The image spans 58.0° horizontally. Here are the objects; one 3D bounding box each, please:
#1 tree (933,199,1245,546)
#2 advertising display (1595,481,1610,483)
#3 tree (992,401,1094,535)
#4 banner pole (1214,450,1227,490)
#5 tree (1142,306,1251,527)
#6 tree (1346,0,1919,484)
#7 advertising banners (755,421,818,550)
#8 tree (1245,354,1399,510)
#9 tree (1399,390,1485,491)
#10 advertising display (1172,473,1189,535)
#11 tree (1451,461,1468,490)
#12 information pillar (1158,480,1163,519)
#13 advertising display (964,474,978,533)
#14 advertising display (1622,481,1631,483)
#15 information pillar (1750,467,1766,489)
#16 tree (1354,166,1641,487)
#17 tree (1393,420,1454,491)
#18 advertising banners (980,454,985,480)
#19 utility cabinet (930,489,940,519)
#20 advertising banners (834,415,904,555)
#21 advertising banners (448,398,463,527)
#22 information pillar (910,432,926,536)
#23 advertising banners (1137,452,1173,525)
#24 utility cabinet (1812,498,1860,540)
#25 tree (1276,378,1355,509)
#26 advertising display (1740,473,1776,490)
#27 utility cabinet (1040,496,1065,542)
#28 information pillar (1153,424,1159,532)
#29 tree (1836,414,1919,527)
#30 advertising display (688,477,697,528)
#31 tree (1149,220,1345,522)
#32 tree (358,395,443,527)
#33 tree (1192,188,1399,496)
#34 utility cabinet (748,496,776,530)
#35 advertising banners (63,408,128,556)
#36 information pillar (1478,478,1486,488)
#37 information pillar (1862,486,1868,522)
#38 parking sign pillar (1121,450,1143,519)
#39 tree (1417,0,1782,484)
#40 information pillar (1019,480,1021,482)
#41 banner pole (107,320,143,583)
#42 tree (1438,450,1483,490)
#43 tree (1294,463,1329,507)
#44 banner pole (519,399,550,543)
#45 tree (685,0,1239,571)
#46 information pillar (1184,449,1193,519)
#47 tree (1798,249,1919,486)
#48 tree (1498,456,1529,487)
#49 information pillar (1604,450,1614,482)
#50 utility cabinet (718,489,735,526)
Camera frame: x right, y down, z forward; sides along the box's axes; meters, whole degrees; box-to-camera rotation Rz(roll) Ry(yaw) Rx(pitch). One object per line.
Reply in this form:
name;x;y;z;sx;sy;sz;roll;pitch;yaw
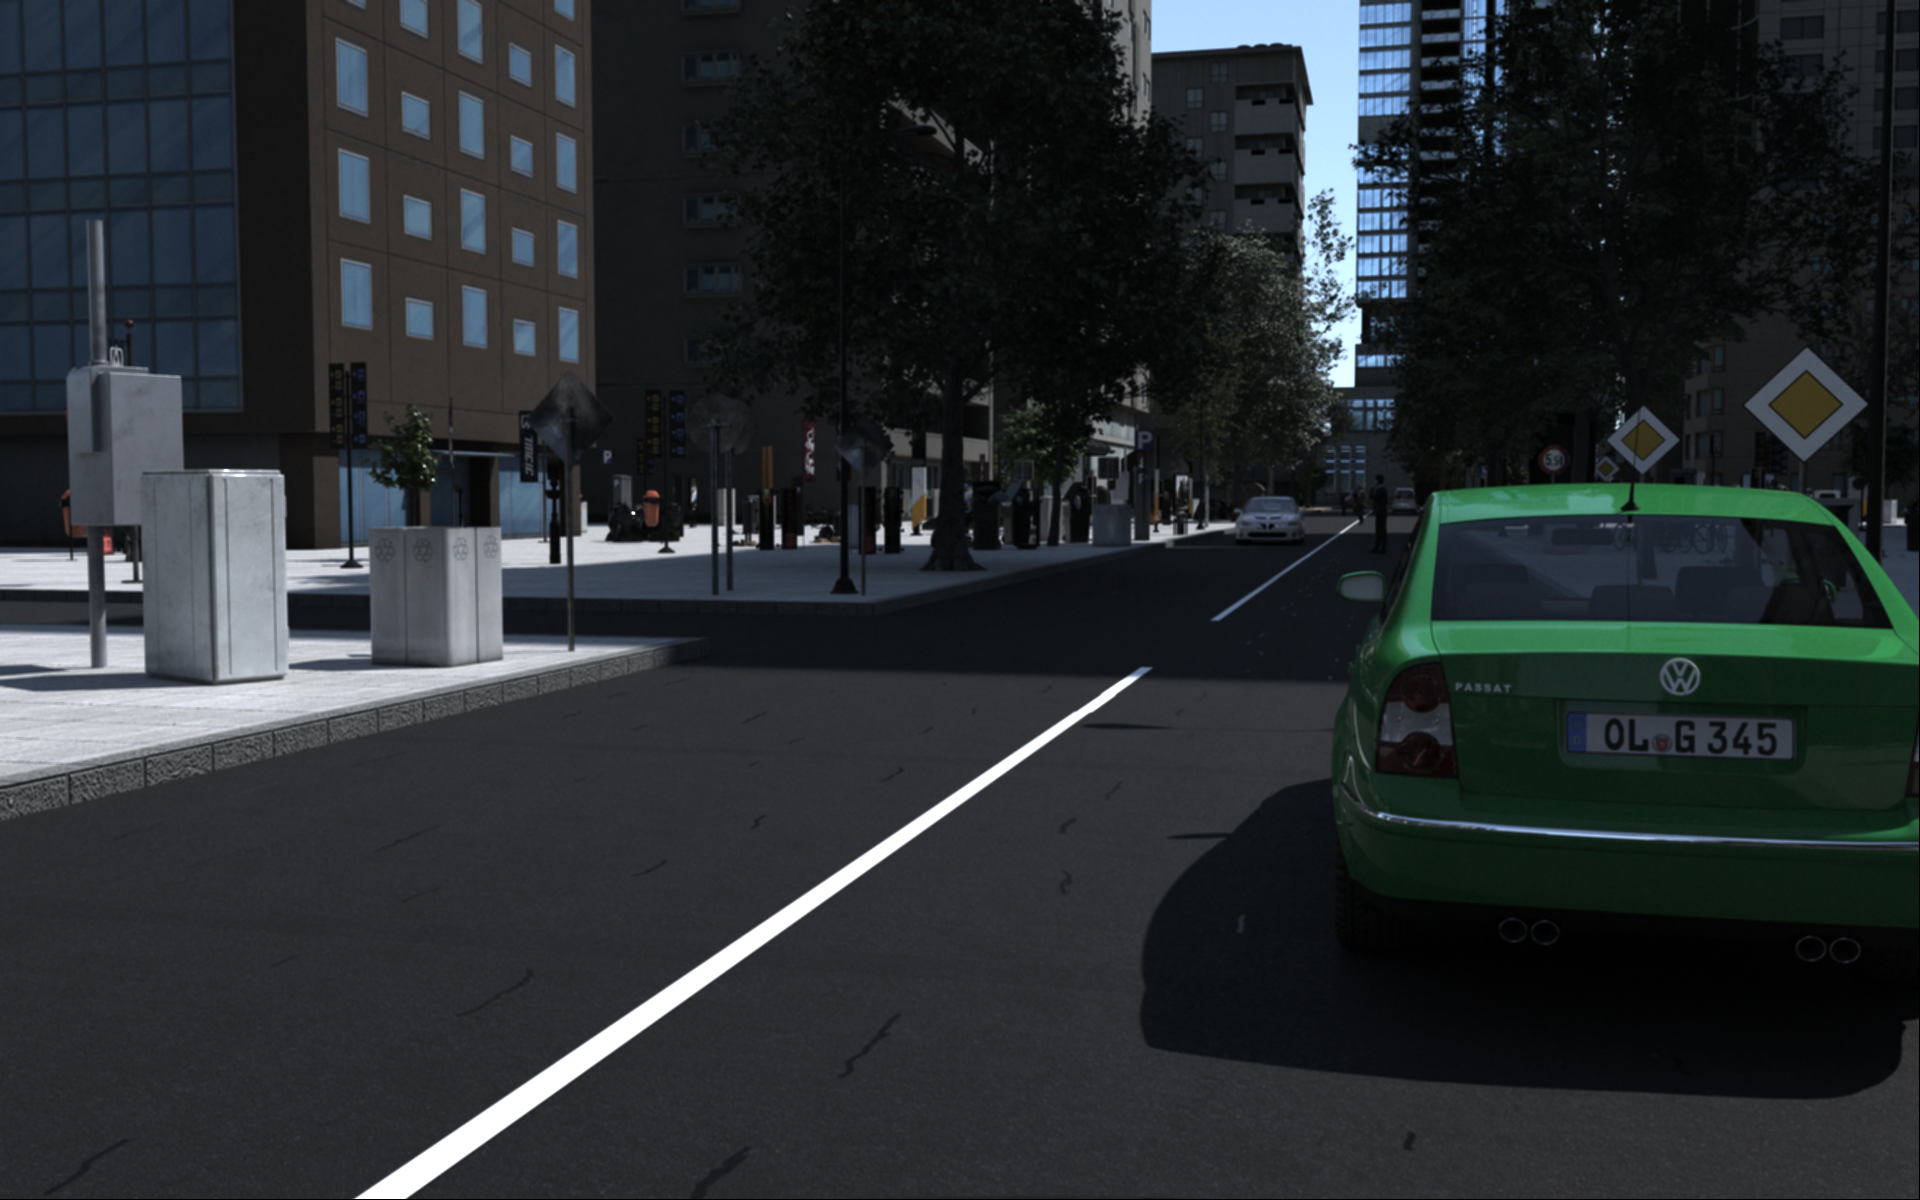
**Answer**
tree;2.522;-6.590;42.164;7.601;10.594;8.767;3;5;44
advertising display;31.812;-4.950;86.139;0.974;1.923;0.123;0;4;1
tree;2.676;-4.391;55.503;4.285;4.588;4.351;0;3;0
banner pole;14.435;-6.451;95.490;0.863;3.779;0.401;1;4;15
tree;9.366;-7.125;66.852;4.737;8.622;4.395;0;3;0
tree;10.426;-5.618;26.270;8.767;10.594;7.601;0;4;0
advertising banners;-3.982;-2.688;40.140;0.090;3.025;2.074;3;4;38
tree;26.738;-14.014;139.493;12.009;13.543;11.850;0;3;0
tree;41.874;-14.627;149.516;12.009;13.543;11.850;0;3;0
advertising display;6.925;-3.006;54.359;0.123;1.923;0.974;2;4;33
tree;25.693;-5.730;88.281;1.663;3.219;1.824;0;3;0
information pillar;10.234;-5.162;88.883;0.304;2.012;0.304;-1;4;-11
advertising display;0.108;-3.131;56.399;0.974;1.923;0.123;-1;4;-9
advertising display;33.857;-5.082;88.297;0.974;1.923;0.123;0;4;1
information pillar;21.851;-2.630;47.489;0.304;2.012;0.304;-3;5;-41
tree;18.586;-8.742;59.938;9.611;12.733;9.660;0;3;0
tree;45.697;-15.776;164.591;9.857;13.997;8.962;0;3;0
advertising banners;0.660;-4.913;76.512;0.090;3.025;2.074;-2;4;-24
utility cabinet;-0.886;-4.398;80.586;0.318;1.500;1.173;3;5;41
advertising banners;-1.947;-2.480;36.728;0.090;3.025;2.074;3;5;43
advertising banners;-9.025;-2.128;30.977;0.090;3.025;2.074;-1;4;-20
information pillar;-1.277;-3.798;53.457;0.504;3.616;0.183;2;4;32
advertising banners;8.100;-4.648;72.189;0.090;3.025;2.074;-3;4;-39
utility cabinet;14.227;-1.064;28.558;1.020;1.237;0.306;1;4;13
tree;30.622;-13.791;151.238;9.928;11.665;9.643;0;3;0
advertising display;24.042;-2.875;52.217;0.974;1.923;0.123;1;4;11
utility cabinet;2.606;-2.187;46.916;0.306;1.237;1.020;3;5;44
information pillar;6.579;-4.071;57.921;0.183;3.616;0.504;0;4;-1
tree;36.579;-5.188;68.534;4.285;4.588;4.351;0;3;0
advertising display;-10.201;-3.724;66.102;0.123;1.923;0.974;0;4;5
tree;13.103;-10.637;80.569;9.857;13.997;8.962;0;3;0
tree;-10.624;-2.403;33.894;1.663;3.219;1.824;0;3;0
tree;20.353;-15.425;108.085;12.611;20.169;13.585;0;3;0
utility cabinet;-7.091;-3.102;61.881;1.020;1.237;0.306;2;4;26
advertising banners;-17.983;-2.458;36.382;0.090;3.025;2.074;1;4;16
information pillar;23.411;-4.479;77.727;0.304;2.012;0.304;1;4;11
information pillar;41.576;-5.384;79.376;0.183;3.616;0.504;-3;5;-43
parking sign pillar;9.069;-6.242;90.534;1.447;3.967;1.447;1;4;13
tree;14.269;-7.353;38.342;7.486;12.596;7.792;0;3;0
information pillar;2.831;-5.508;81.412;0.183;3.616;0.504;-1;4;-13
banner pole;-11.925;-2.123;24.731;0.401;3.779;0.863;0;4;0
tree;32.224;-7.757;110.541;4.285;4.588;4.351;0;3;0
tree;33.765;-11.177;166.454;4.285;4.588;4.351;0;3;0
banner pole;-11.223;-3.411;45.779;0.863;3.779;0.401;-1;4;-9
tree;-0.031;-6.834;28.743;9.611;12.733;9.660;0;3;0
information pillar;11.694;-5.955;88.723;0.504;3.616;0.183;-2;4;-26
tree;27.844;-6.288;53.169;4.360;8.622;3.978;0;3;0
tree;21.622;-4.489;67.990;1.663;3.219;1.824;0;3;0
information pillar;32.362;-5.812;86.381;0.504;3.616;0.183;2;4;35
utility cabinet;-9.411;-3.729;69.654;0.318;1.500;1.173;1;4;15
